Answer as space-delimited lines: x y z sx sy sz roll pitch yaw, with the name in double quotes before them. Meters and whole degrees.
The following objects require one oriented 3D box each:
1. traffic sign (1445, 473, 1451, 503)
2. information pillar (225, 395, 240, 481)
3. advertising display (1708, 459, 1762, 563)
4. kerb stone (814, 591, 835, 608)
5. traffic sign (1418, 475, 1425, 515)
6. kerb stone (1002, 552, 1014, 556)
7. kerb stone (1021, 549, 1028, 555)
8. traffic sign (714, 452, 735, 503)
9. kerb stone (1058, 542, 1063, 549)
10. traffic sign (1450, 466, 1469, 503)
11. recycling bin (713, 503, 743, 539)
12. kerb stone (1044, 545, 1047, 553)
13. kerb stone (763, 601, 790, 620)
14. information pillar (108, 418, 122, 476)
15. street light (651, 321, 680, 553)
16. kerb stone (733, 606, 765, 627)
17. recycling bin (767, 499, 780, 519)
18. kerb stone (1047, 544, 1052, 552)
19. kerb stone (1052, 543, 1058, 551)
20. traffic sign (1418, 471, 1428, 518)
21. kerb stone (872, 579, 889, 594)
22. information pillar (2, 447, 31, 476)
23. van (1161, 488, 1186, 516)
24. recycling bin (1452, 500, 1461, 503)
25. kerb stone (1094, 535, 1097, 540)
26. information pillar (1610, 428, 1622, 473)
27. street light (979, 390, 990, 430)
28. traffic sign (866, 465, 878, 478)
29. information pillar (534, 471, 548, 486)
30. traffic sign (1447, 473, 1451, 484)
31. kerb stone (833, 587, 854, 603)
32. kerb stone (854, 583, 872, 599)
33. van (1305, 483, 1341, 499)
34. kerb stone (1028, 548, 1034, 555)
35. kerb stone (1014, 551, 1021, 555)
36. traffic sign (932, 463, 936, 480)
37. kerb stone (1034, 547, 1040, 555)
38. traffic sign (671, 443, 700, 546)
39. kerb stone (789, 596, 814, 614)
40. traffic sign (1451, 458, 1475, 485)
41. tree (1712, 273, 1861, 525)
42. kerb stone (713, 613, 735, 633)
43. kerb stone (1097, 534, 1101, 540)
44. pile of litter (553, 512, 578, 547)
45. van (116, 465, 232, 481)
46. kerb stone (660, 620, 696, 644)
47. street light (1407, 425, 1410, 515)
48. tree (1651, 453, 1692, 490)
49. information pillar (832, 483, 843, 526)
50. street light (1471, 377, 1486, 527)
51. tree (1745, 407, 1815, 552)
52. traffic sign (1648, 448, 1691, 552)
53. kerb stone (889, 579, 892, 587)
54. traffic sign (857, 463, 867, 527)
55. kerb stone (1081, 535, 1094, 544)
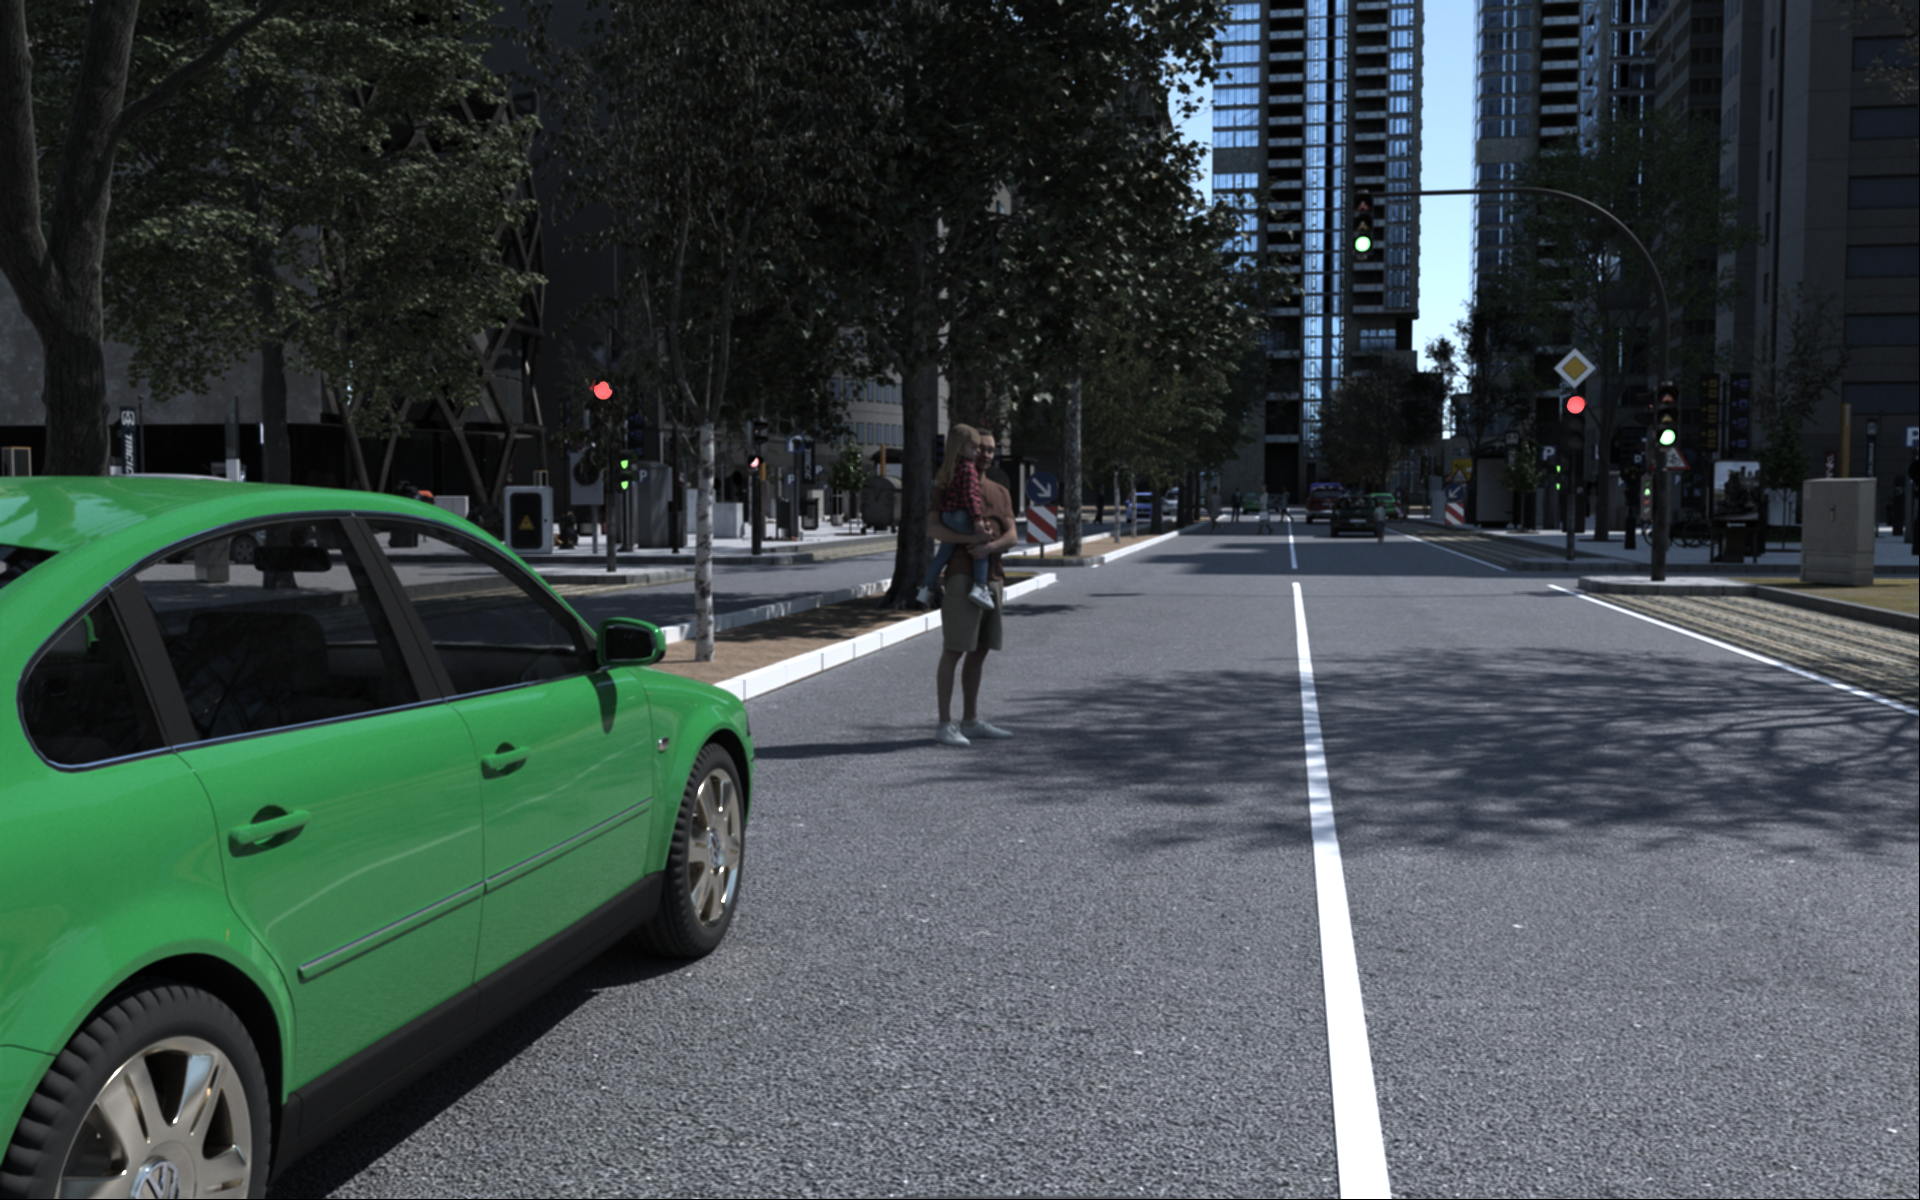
"traffic sign" 29.684 -6.406 104.838 0.768 2.556 0.104 1 4 13
"information pillar" -17.234 -3.041 41.081 0.504 3.616 0.183 3 4 37
"advertising display" 14.358 -1.645 32.103 0.974 1.923 0.123 0 4 -6
"kerb stone" -1.808 0.024 21.942 0.120 0.150 1.000 1 4 11
"traffic sign" 28.635 -6.533 106.926 0.768 2.556 0.104 1 4 14
"kerb stone" 0.943 -0.878 36.555 0.120 0.150 1.000 1 4 11
"kerb stone" 1.322 -0.997 38.564 0.120 0.150 1.000 1 4 11
"traffic sign" -7.125 -3.179 52.077 0.768 2.556 0.104 1 4 18
"kerb stone" 2.468 -1.365 44.596 0.120 0.150 1.000 1 4 11
"traffic sign" 23.380 -4.961 81.120 0.884 2.594 0.081 1 4 11
"recycling bin" -6.727 -2.305 50.247 0.722 1.027 0.722 1 4 9
"kerb stone" 1.891 -1.186 41.583 0.120 0.150 1.000 1 4 11
"kerb stone" -2.184 0.139 19.925 0.120 0.150 1.000 1 4 11
"information pillar" -24.879 -3.661 51.216 0.183 3.616 0.504 2 4 34
"street light" -6.156 -3.947 37.315 0.468 5.910 1.993 1 4 11
"kerb stone" -2.369 0.200 18.920 0.120 0.150 1.000 1 4 11
"recycling bin" -9.643 -4.774 90.607 0.722 1.027 0.722 -2 4 -24
"kerb stone" 2.085 -1.243 42.587 0.120 0.150 1.000 1 4 11
"kerb stone" 2.276 -1.309 43.591 0.120 0.150 1.000 1 4 11
"traffic sign" 25.357 -5.769 94.335 0.884 2.594 0.081 1 4 11
"kerb stone" -1.230 -0.169 24.955 0.120 0.150 1.000 1 4 11
"information pillar" -14.789 -1.389 27.200 0.304 2.012 0.304 2 4 35
"van" 14.530 -6.666 116.007 2.013 2.044 4.112 1 4 11
"recycling bin" 29.492 -5.480 102.152 0.722 1.027 0.722 2 4 34
"kerb stone" 3.983 -1.863 52.662 0.120 0.150 1.000 1 4 11
"information pillar" 23.410 -4.312 61.857 0.183 3.616 0.504 -1 4 -22
"street light" 1.127 -6.289 75.611 0.468 5.910 1.993 1 4 11
"traffic sign" -3.925 -4.562 74.699 0.768 2.556 0.104 1 4 14
"information pillar" -13.247 -3.075 54.761 0.304 2.012 0.304 2 4 31
"traffic sign" 28.593 -6.129 100.309 0.768 2.556 0.104 1 4 18
"kerb stone" -1.613 -0.043 22.945 0.120 0.150 1.000 1 4 11
"kerb stone" -1.426 -0.106 23.950 0.120 0.150 1.000 1 4 11
"van" 21.253 -5.900 100.845 2.240 2.365 5.245 1 4 11
"kerb stone" 1.511 -1.063 39.569 0.120 0.150 1.000 1 4 11
"kerb stone" 1.134 -0.940 37.559 0.120 0.150 1.000 1 4 11
"traffic sign" -1.290 -4.217 69.050 0.768 2.556 0.104 1 4 13
"kerb stone" 1.706 -1.124 40.573 0.120 0.150 1.000 1 4 11
"traffic sign" -6.761 -2.600 42.618 0.768 2.556 0.104 1 4 13
"kerb stone" -1.989 0.078 20.928 0.120 0.150 1.000 1 4 11
"traffic sign" 28.947 -6.365 97.946 2.265 3.308 0.079 1 4 13
"tree" 27.631 -6.564 57.680 4.360 8.622 3.978 0 3 0
"kerb stone" -2.570 0.262 17.918 0.120 0.150 1.000 1 4 11
"kerb stone" 4.171 -1.925 53.667 0.120 0.150 1.000 1 4 11
"pile of litter" -10.007 -1.776 43.003 1.176 0.858 1.719 0 4 4
"van" -15.149 -1.713 35.015 4.112 2.044 2.013 1 4 12
"kerb stone" -2.752 0.324 16.896 0.120 0.150 1.000 1 4 11
"street light" 27.579 -8.177 106.483 0.468 5.910 1.993 1 4 11
"tree" 29.811 -4.768 72.551 1.663 3.219 1.824 0 3 0
"information pillar" -4.868 -3.929 68.724 0.304 2.012 0.304 3 4 39
"street light" 20.371 -5.834 68.173 0.468 5.910 1.993 1 4 11
"tree" 18.443 -2.693 38.627 1.663 3.219 1.824 0 3 0
"traffic sign" 15.759 -2.355 38.507 0.884 2.594 0.081 1 4 15
"kerb stone" -1.042 -0.229 25.964 0.120 0.150 1.000 1 4 11
"traffic sign" -4.023 -4.178 68.414 0.768 2.556 0.104 1 4 17
"kerb stone" 3.802 -1.802 51.656 0.120 0.150 1.000 1 4 11
